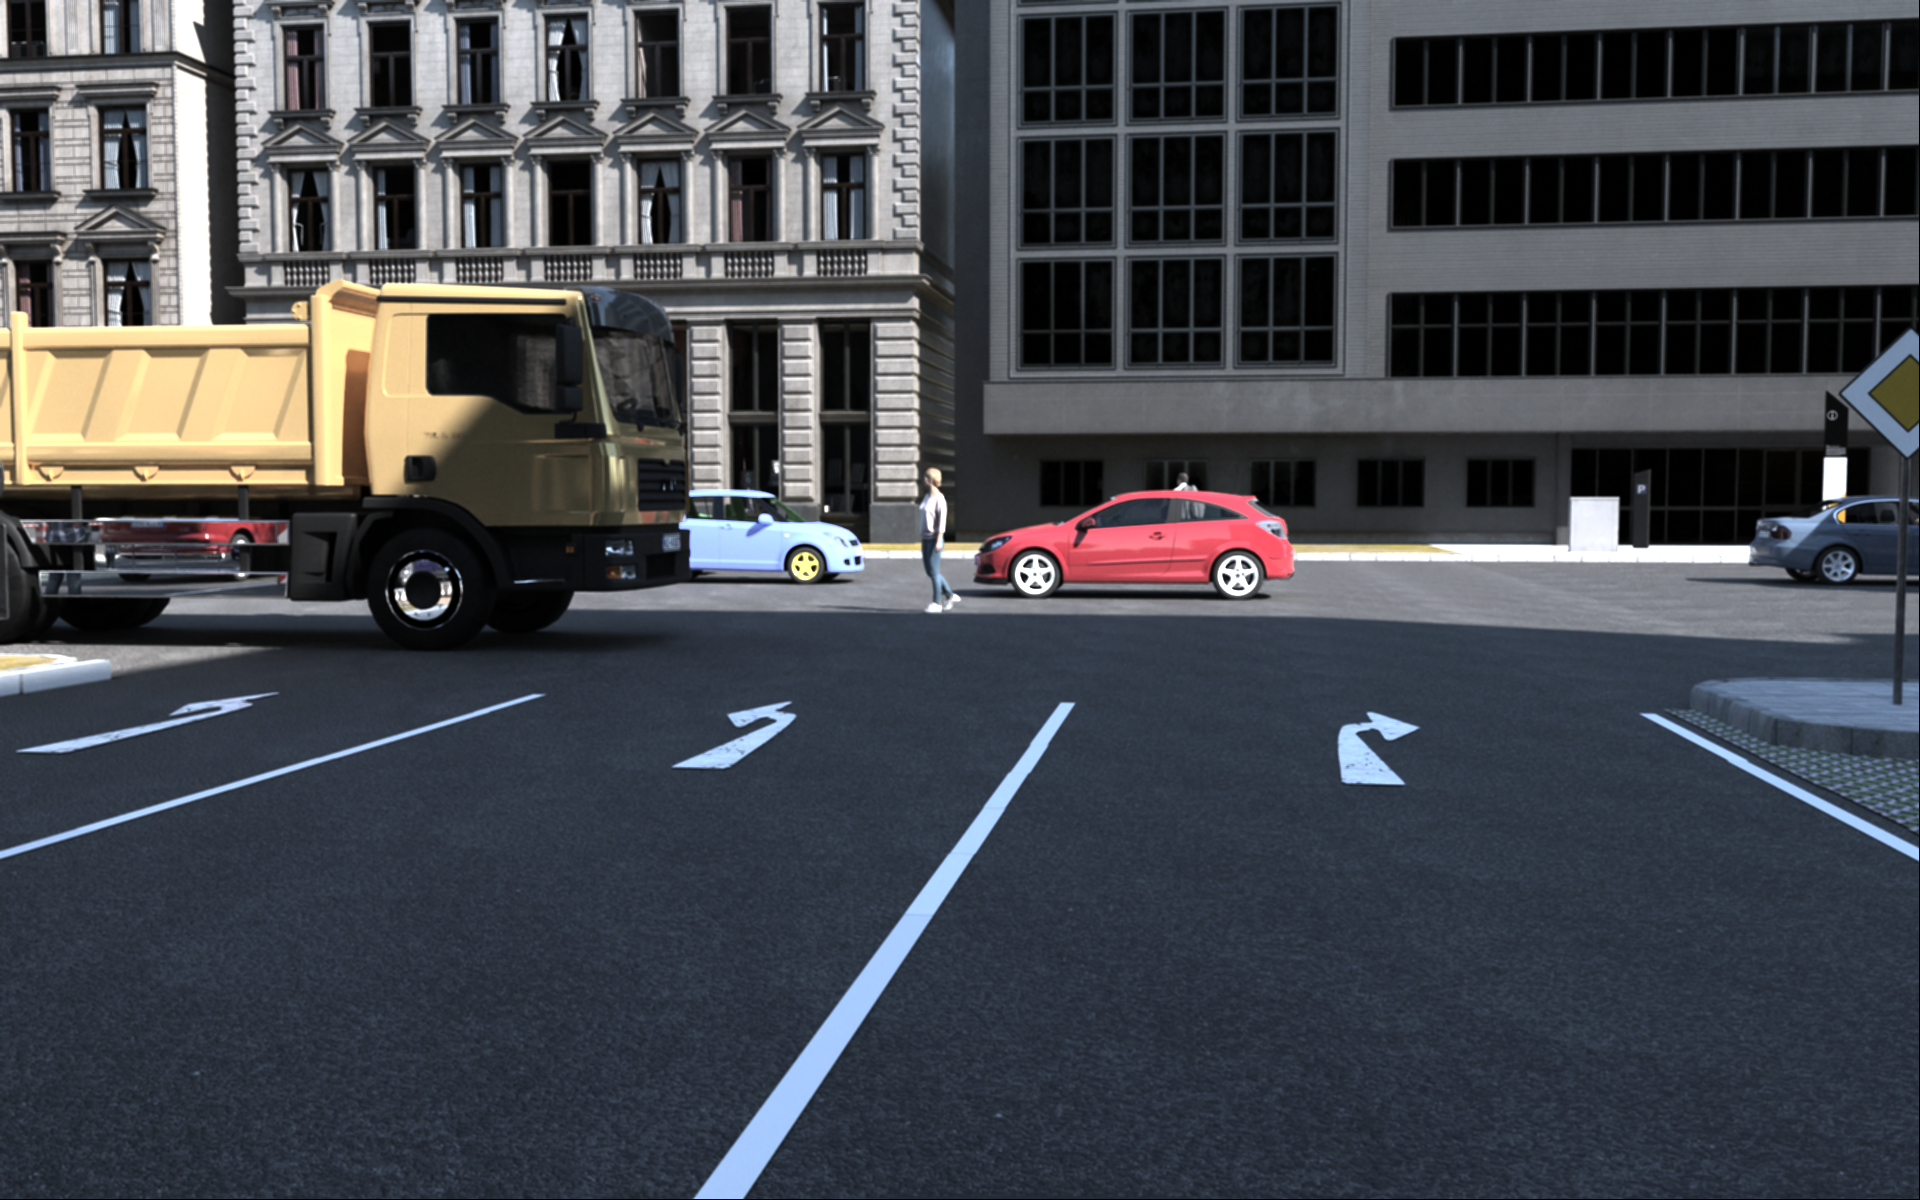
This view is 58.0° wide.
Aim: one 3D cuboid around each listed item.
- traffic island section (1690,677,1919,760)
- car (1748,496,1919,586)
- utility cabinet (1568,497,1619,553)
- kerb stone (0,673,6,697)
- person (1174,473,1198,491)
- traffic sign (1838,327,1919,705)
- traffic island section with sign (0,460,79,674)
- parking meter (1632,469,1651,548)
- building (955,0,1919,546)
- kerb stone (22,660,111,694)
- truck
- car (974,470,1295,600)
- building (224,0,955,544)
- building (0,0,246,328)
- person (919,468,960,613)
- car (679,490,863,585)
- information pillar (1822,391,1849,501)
[{"bbox_3d":[5.743,0.716,10.582,2.009,0.180,2.903,1,4,8],"label":"traffic island section"},{"bbox_3d":[15.113,-0.960,27.705,4.499,1.417,2.014,1,4,9],"label":"car"},{"bbox_3d":[13.920,-1.645,38.065,1.020,1.237,0.306,1,4,14],"label":"utility cabinet"},{"bbox_3d":[-6.862,0.629,11.905,0.120,0.150,1.000,1,4,8],"label":"kerb stone"},{"bbox_3d":[4.290,-1.479,32.782,0.679,1.850,0.850,0,4,-3],"label":"person"},{"bbox_3d":[5.719,-0.420,10.508,0.795,2.450,0.064,1,4,8],"label":"traffic sign"},{"bbox_3d":[-7.773,-0.286,12.811,2.006,1.907,1.989,1,4,8],"label":"traffic island section with sign"},{"bbox_3d":[16.093,-2.155,40.948,0.399,1.863,0.255,2,4,24],"label":"parking meter"},{"bbox_3d":[15.402,-14.011,48.144,30.058,24.678,14.314,1,4,8],"label":"building"},{"bbox_3d":[-6.704,0.571,12.919,0.120,0.150,1.000,1,4,8],"label":"kerb stone"},{"bbox_3d":[-6.812,-1.298,17.140,9.791,3.379,3.469,0,4,7],"label":"truck"},{"bbox_3d":[2.422,-0.935,24.335,4.494,1.783,2.155,0,4,7],"label":"car"},{"bbox_3d":[-9.593,-13.527,50.040,19.941,23.489,11.050,1,4,8],"label":"building"},{"bbox_3d":[-29.119,-11.472,52.201,19.286,19.102,10.561,1,4,8],"label":"building"},{"bbox_3d":[-0.262,-0.722,20.979,0.598,1.740,0.731,-2,4,-34],"label":"person"},{"bbox_3d":[-3.434,-1.146,28.328,3.694,1.707,1.945,0,4,7],"label":"car"},{"bbox_3d":[19.797,-2.928,39.223,0.504,3.616,0.183,1,4,11],"label":"information pillar"}]
